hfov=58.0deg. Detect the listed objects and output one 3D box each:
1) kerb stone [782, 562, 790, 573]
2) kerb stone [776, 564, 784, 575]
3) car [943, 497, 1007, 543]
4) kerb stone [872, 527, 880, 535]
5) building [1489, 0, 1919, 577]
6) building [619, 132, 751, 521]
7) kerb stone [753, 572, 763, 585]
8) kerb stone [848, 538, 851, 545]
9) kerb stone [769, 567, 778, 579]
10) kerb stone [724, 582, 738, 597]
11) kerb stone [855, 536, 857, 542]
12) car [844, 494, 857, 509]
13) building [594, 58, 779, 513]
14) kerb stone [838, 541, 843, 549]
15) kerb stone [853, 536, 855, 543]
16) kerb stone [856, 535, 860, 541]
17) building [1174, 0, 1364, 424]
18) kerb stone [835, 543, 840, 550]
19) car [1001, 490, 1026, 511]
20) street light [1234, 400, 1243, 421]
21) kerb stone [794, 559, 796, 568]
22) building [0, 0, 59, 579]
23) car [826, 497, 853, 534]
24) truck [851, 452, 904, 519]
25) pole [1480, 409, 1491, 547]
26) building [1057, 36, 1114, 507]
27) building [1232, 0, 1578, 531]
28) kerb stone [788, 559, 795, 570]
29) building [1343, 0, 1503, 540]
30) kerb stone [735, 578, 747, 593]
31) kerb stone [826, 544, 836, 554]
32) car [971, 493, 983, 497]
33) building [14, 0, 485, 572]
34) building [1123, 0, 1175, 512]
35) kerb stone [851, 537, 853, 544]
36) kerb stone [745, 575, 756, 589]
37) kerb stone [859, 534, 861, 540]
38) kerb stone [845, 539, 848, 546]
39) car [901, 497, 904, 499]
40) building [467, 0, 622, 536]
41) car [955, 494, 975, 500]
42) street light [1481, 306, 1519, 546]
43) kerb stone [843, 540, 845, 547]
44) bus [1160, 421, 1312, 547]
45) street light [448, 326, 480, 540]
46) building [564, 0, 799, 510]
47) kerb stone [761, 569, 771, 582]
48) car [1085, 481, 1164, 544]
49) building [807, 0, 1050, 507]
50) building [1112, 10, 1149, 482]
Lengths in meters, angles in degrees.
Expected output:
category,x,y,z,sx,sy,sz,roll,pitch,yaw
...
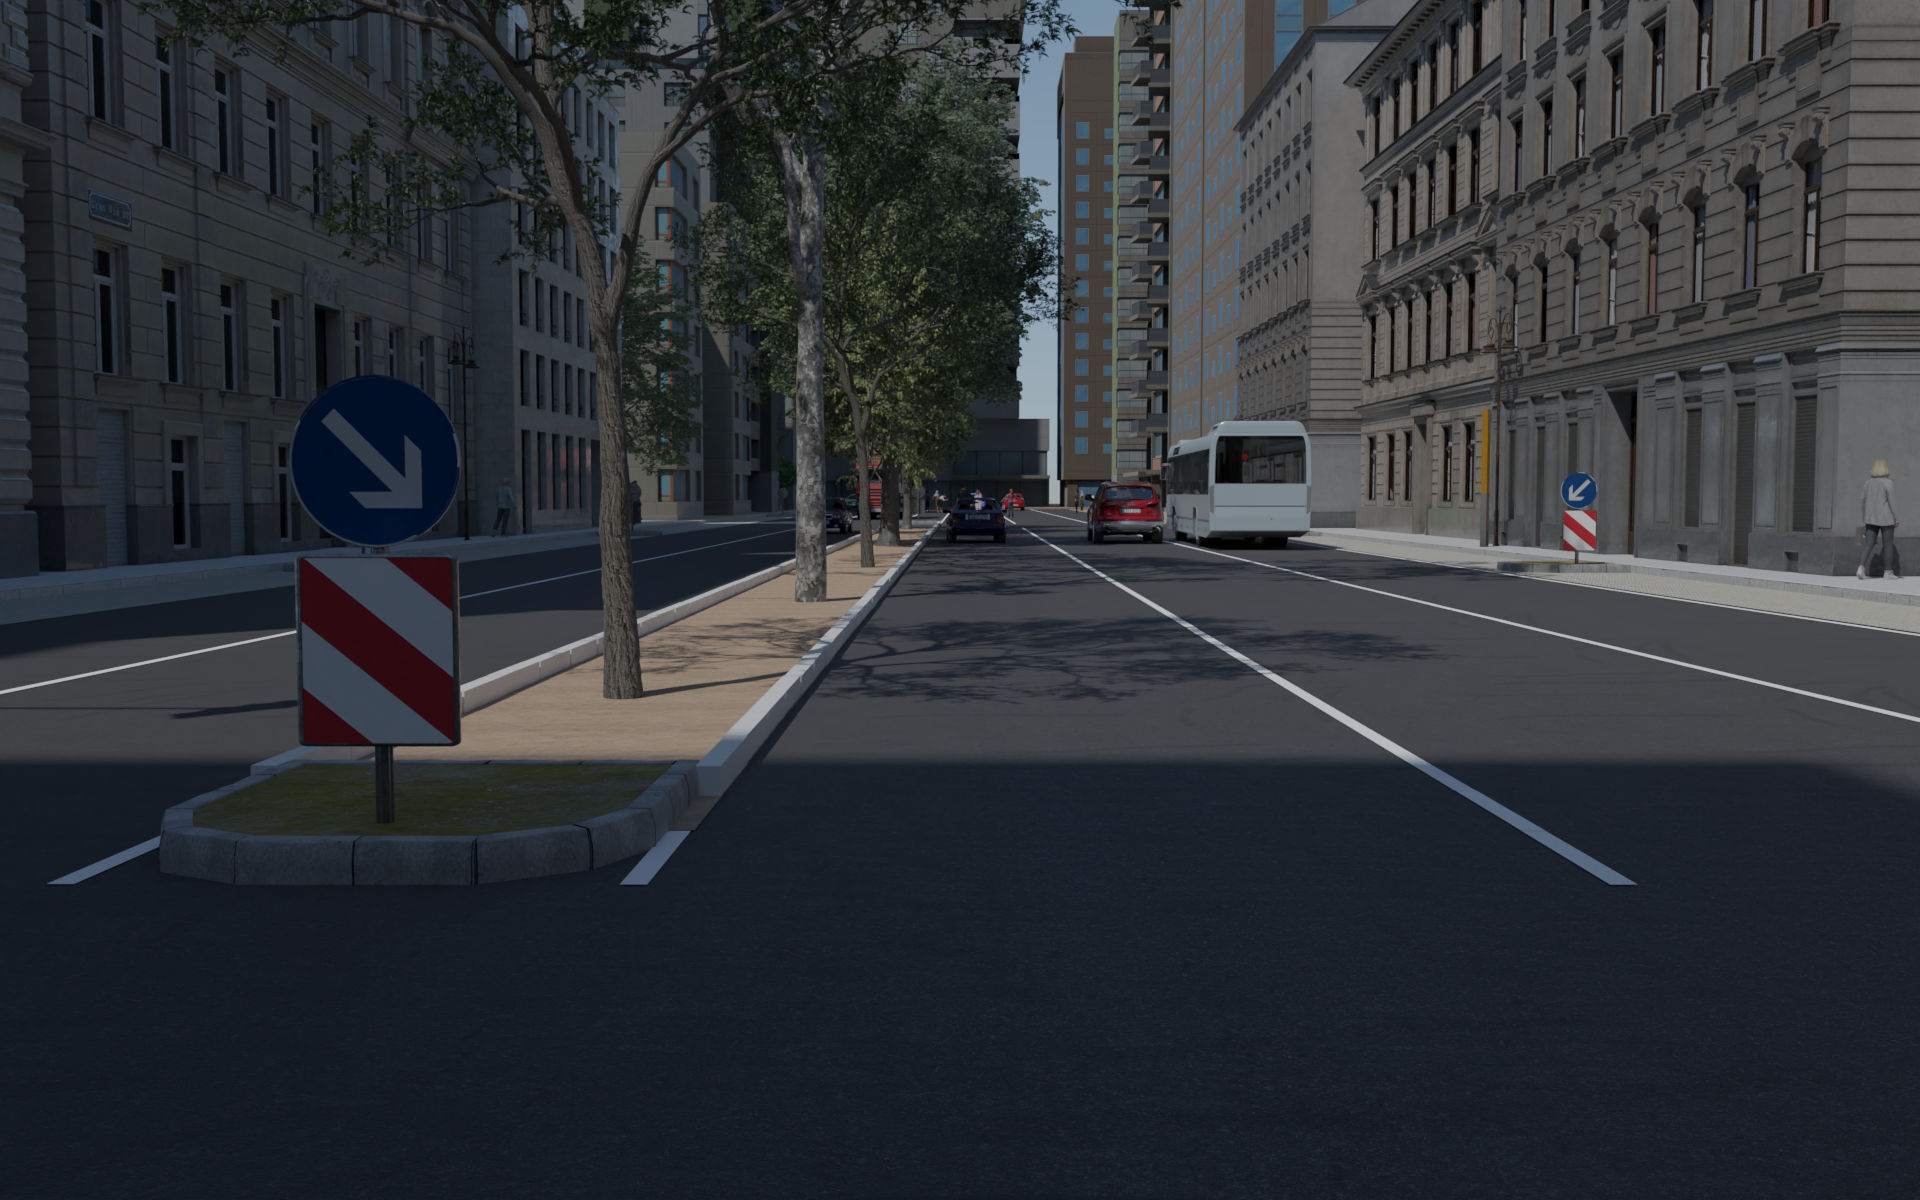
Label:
category,x,y,z,sx,sy,sz,roll,pitch,yaw
kerb stone,-3.224,-0.545,31.250,0.120,0.150,1.000,0,4,0
kerb stone,-3.234,-0.487,30.216,0.120,0.150,1.000,0,4,0
car,0.466,-2.418,52.116,1.945,1.354,3.894,0,4,-1
kerb stone,-3.123,-2.556,64.039,0.120,0.150,1.000,0,4,0
building,18.275,-11.377,35.169,9.793,20.994,18.267,0,4,0
building,-27.434,-15.437,97.438,27.650,21.520,28.899,0,4,0
kerb stone,-3.240,-0.303,27.145,0.120,0.150,1.000,0,4,0
kerb stone,-3.175,-1.556,47.642,0.120,0.150,1.000,0,4,0
kerb stone,-3.227,-0.428,29.189,0.120,0.150,1.000,0,4,0
kerb stone,-3.249,-0.115,24.073,0.120,0.150,1.000,0,4,0
kerb stone,-3.168,-1.742,50.716,0.120,0.150,1.000,0,4,0
car,-8.899,-8.274,147.077,2.131,1.459,4.920,0,4,2
building,-20.233,-21.217,118.606,14.160,30.474,14.107,0,4,0
kerb stone,-3.183,-1.369,44.570,0.120,0.150,1.000,0,4,0
kerb stone,-3.170,-1.682,49.690,0.120,0.150,1.000,0,4,0
kerb stone,-3.165,-1.807,51.738,0.120,0.150,1.000,0,4,0
building,20.922,-27.936,106.862,14.600,45.320,14.200,0,4,0
kerb stone,-3.186,-1.306,43.548,0.120,0.150,1.000,0,4,0
car,4.644,-8.624,150.045,2.155,1.783,4.494,0,4,-1
street light,13.267,-6.696,82.259,0.468,5.910,1.993,0,4,0
kerb stone,-3.212,-0.679,33.302,0.120,0.150,1.000,0,4,0
building,-19.251,-11.520,17.236,11.050,23.489,19.941,0,4,0
car,-4.909,-3.120,63.598,1.945,1.354,3.894,0,4,1
truck,-4.584,-6.873,101.291,2.839,4.237,11.283,0,4,1
pole,12.694,-2.936,41.839,0.158,3.312,0.155,0,3,0
building,17.130,-31.994,173.207,14.200,45.320,14.600,0,4,0
building,17.761,-13.711,73.324,9.793,20.994,18.267,0,4,0
kerb stone,-3.227,-0.617,32.279,0.120,0.150,1.000,0,4,0
building,19.212,-11.580,53.965,10.561,19.102,19.286,0,4,0
kerb stone,-3.245,-0.177,25.096,0.120,0.150,1.000,0,4,0
kerb stone,-3.195,-1.243,42.524,0.120,0.150,1.000,0,4,0
car,1.417,-8.983,156.463,1.945,1.707,3.694,0,4,0
building,-20.362,-14.839,39.880,12.463,27.353,25.104,0,4,0
building,24.269,-28.999,128.754,22.147,44.769,28.867,0,4,0
kerb stone,-3.173,-1.619,48.664,0.120,0.150,1.000,0,4,0
kerb stone,-3.239,-0.236,26.118,0.120,0.150,1.000,0,4,0
kerb stone,-3.160,-1.870,52.763,0.120,0.150,1.000,0,4,0
kerb stone,-3.177,-1.491,46.620,0.120,0.150,1.000,0,4,0
car,-5.019,-8.536,152.146,1.945,1.354,3.894,0,4,-1
building,-18.808,-12.617,61.033,10.420,20.320,16.860,0,4,0
car,0.597,-7.989,140.399,2.009,1.686,4.222,0,4,-1
street light,13.253,-4.273,42.652,0.468,5.910,1.993,0,4,0
kerb stone,-3.178,-1.429,45.593,0.120,0.150,1.000,0,4,0
bus,7.767,-3.390,50.282,2.948,3.499,13.247,0,4,2
street light,-13.667,-4.591,47.845,0.468,5.910,1.993,0,4,0
building,-27.648,-37.056,147.864,28.212,58.520,21.231,0,4,0
kerb stone,-3.236,-0.363,28.167,0.120,0.150,1.000,0,4,0
car,4.891,-2.627,51.621,2.281,1.827,5.304,0,4,1
building,-4.966,-36.078,179.112,27.495,52.752,28.713,0,4,0
building,20.158,-28.558,150.510,14.154,41.232,14.086,0,4,0
